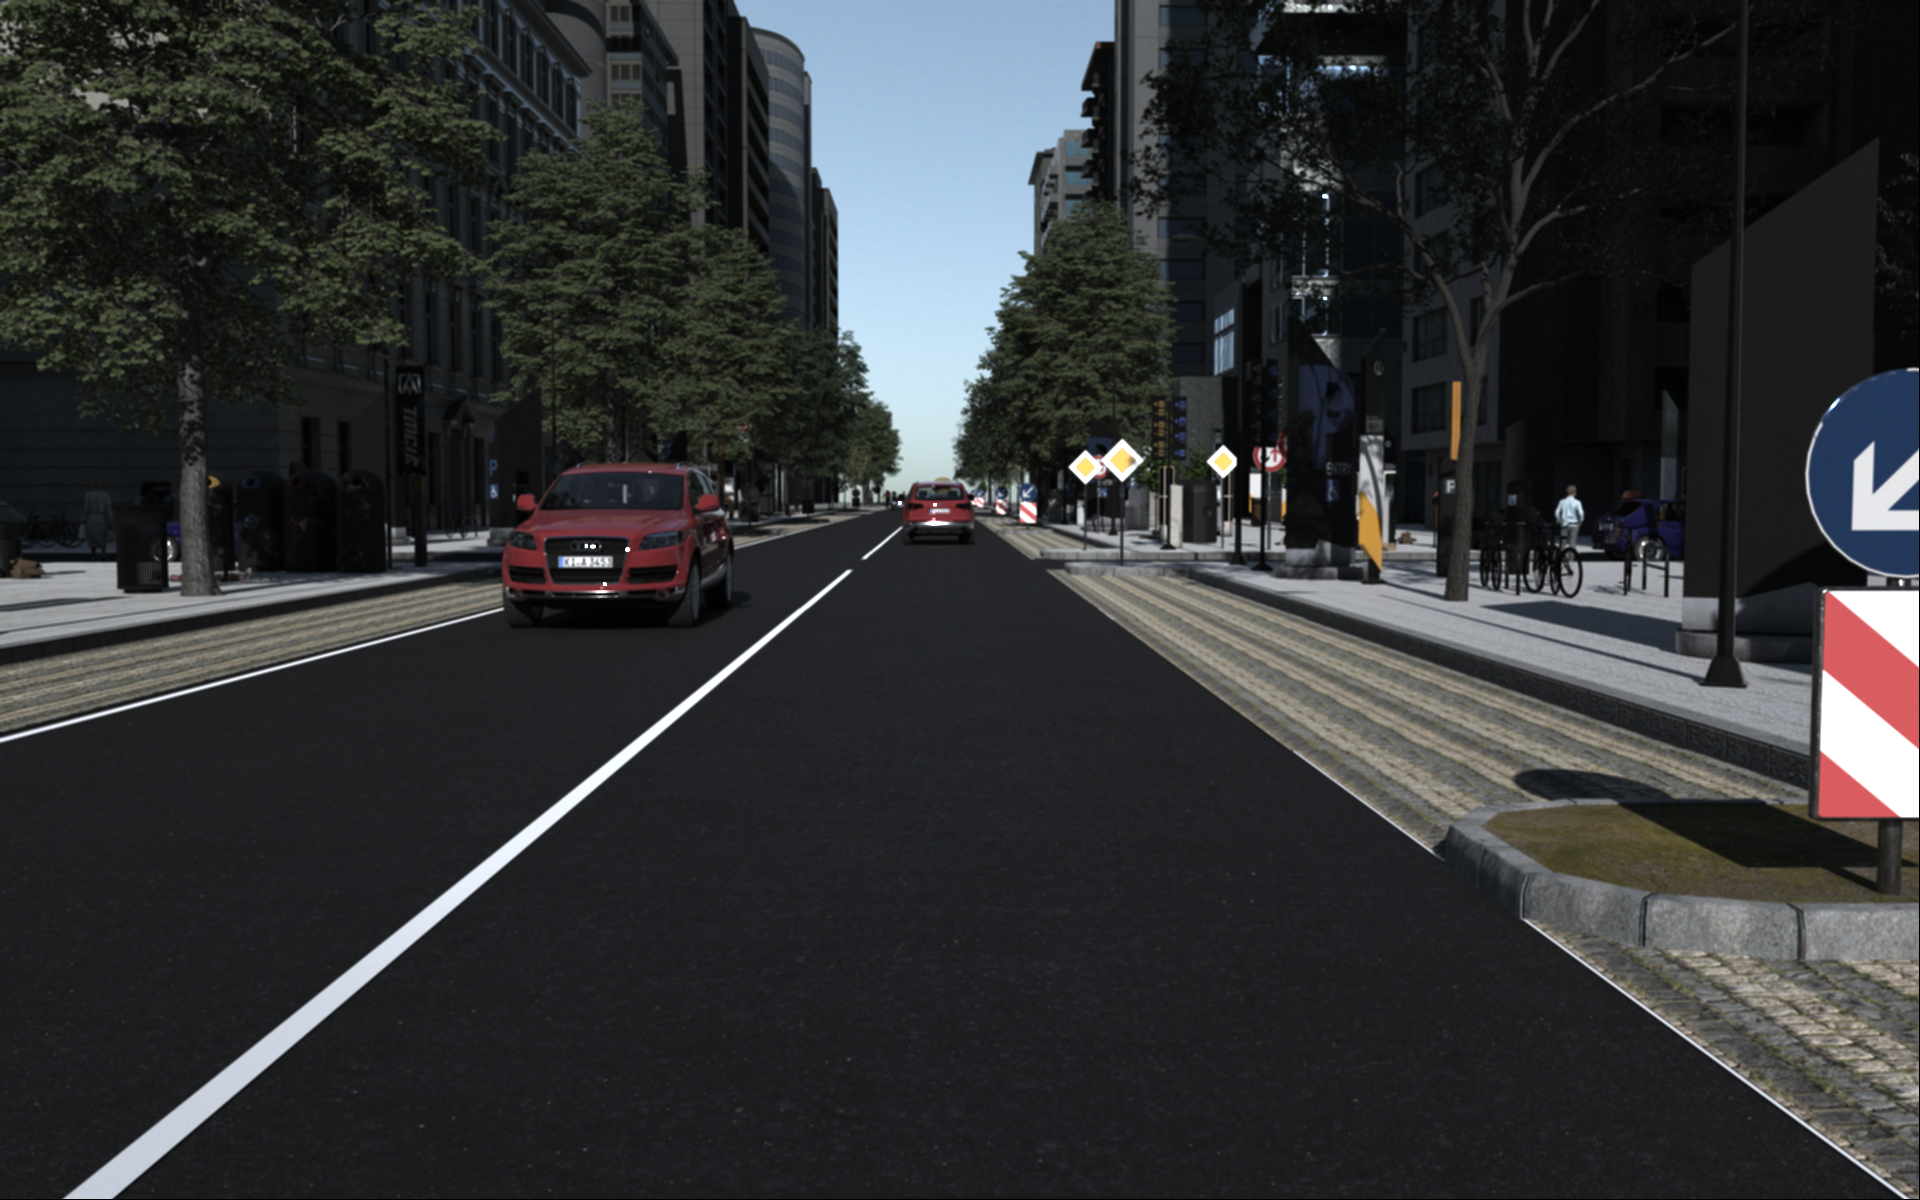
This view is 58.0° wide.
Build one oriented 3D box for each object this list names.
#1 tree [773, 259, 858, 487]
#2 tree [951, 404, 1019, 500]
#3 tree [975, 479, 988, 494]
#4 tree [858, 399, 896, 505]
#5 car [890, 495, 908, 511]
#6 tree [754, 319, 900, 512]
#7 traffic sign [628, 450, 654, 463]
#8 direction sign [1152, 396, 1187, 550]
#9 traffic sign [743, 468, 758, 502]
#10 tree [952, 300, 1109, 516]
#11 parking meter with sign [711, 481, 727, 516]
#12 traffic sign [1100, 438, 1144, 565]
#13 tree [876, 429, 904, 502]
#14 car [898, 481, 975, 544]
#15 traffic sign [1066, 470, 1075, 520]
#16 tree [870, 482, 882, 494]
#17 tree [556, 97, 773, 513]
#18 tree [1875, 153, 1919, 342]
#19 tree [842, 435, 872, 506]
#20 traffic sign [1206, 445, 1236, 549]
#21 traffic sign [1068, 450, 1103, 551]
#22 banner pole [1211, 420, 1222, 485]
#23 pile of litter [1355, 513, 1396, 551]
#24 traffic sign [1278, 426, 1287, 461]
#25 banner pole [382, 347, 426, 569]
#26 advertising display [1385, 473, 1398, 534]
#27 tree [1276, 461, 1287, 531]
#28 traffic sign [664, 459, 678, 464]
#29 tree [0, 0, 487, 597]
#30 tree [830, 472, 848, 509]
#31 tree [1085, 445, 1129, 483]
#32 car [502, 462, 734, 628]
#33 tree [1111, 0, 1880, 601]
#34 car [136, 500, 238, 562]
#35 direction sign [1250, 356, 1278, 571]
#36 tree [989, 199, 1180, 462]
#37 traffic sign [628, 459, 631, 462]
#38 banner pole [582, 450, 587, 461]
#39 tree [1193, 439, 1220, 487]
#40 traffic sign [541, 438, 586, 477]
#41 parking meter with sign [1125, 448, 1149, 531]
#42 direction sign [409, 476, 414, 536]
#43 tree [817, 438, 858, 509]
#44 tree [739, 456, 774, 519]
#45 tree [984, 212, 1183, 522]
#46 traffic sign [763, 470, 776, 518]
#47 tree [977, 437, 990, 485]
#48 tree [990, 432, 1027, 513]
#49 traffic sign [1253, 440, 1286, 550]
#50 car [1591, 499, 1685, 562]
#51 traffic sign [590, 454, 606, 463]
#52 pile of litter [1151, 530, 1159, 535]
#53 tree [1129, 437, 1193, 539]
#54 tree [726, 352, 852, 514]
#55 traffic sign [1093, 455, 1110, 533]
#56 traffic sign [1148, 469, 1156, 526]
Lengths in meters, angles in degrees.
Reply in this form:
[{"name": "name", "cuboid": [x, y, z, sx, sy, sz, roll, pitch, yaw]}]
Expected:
[{"name": "tree", "cuboid": [-9.830, -9.490, 73.292, 7.486, 12.596, 7.792, 0, 3, 0]}, {"name": "tree", "cuboid": [4.119, -16.459, 179.467, 12.009, 13.543, 11.850, 0, 3, 0]}, {"name": "tree", "cuboid": [2.983, -15.493, 247.913, 1.663, 3.219, 1.824, 0, 3, 0]}, {"name": "tree", "cuboid": [-11.013, -17.569, 205.378, 7.486, 12.596, 7.792, 0, 3, 0]}, {"name": "car", "cuboid": [-5.186, -8.519, 151.859, 1.945, 1.354, 3.894, 0, 4, -1]}, {"name": "tree", "cuboid": [-11.068, -13.450, 126.559, 9.857, 13.997, 8.962, 0, 3, 0]}, {"name": "traffic sign", "cuboid": [-7.207, -2.171, 39.139, 0.795, 2.450, 0.064, 0, 4, -1]}, {"name": "direction sign", "cuboid": [4.826, -2.937, 40.016, 0.876, 3.537, 0.379, -1, 4, -20]}, {"name": "traffic sign", "cuboid": [-10.318, -5.216, 85.390, 0.768, 2.556, 0.104, 0, 4, 8]}, {"name": "tree", "cuboid": [4.677, -11.279, 101.419, 9.611, 12.733, 9.660, 0, 3, 0]}, {"name": "parking meter with sign", "cuboid": [-14.417, -6.528, 102.999, 0.543, 3.016, 1.738, -3, 5, -43]}, {"name": "traffic sign", "cuboid": [2.919, -1.688, 31.237, 0.795, 2.450, 0.064, 0, 4, -1]}, {"name": "tree", "cuboid": [-12.528, -20.925, 267.874, 9.928, 11.665, 9.643, 0, 3, 0]}, {"name": "car", "cuboid": [-0.674, -2.576, 50.787, 2.281, 1.827, 5.304, 0, 4, -3]}, {"name": "traffic sign", "cuboid": [5.532, -5.256, 86.037, 0.768, 2.556, 0.104, 0, 4, 5]}, {"name": "tree", "cuboid": [-11.960, -15.655, 250.552, 1.663, 3.219, 1.824, 0, 3, 0]}, {"name": "tree", "cuboid": [-10.059, -8.047, 49.694, 7.486, 12.596, 7.792, 0, 3, 0]}, {"name": "tree", "cuboid": [15.832, -4.615, 25.816, 4.360, 8.622, 3.978, 0, 3, 0]}, {"name": "tree", "cuboid": [-11.730, -14.625, 189.483, 4.737, 8.622, 4.395, 0, 3, 0]}, {"name": "traffic sign", "cuboid": [6.152, -2.406, 40.528, 0.795, 2.450, 0.064, 0, 4, 4]}, {"name": "traffic sign", "cuboid": [2.837, -2.176, 39.221, 0.795, 2.450, 0.064, 0, 4, -1]}, {"name": "banner pole", "cuboid": [8.669, -4.205, 58.773, 0.401, 3.779, 0.863, -1, 4, -21]}, {"name": "pile of litter", "cuboid": [9.435, -1.579, 39.780, 1.176, 0.858, 1.719, 0, 4, 8]}, {"name": "traffic sign", "cuboid": [5.933, -1.847, 30.311, 0.768, 2.556, 0.104, 0, 4, 4]}, {"name": "banner pole", "cuboid": [-9.580, -2.428, 29.721, 0.863, 3.779, 0.401, -1, 4, -10]}, {"name": "advertising display", "cuboid": [13.467, -2.990, 54.107, 0.123, 1.923, 0.974, 0, 4, -2]}, {"name": "tree", "cuboid": [11.773, -4.019, 60.312, 1.663, 3.219, 1.824, 0, 3, 0]}, {"name": "traffic sign", "cuboid": [-10.528, -3.862, 63.253, 0.768, 2.556, 0.104, 0, 4, 5]}, {"name": "tree", "cuboid": [-9.460, -6.296, 21.069, 7.486, 12.596, 7.792, 0, 3, 0]}, {"name": "tree", "cuboid": [-10.752, -9.483, 149.649, 1.663, 3.219, 1.824, 0, 3, 0]}, {"name": "tree", "cuboid": [7.462, -6.452, 89.211, 4.285, 4.588, 4.351, 0, 3, 0]}, {"name": "car", "cuboid": [-3.865, -0.707, 20.237, 2.281, 1.827, 5.304, 0, 4, -1]}, {"name": "tree", "cuboid": [5.895, -5.245, 20.169, 8.767, 10.594, 7.601, 1, 4, 8]}, {"name": "car", "cuboid": [-14.793, -1.402, 35.501, 3.894, 1.354, 1.945, 0, 4, -1]}, {"name": "direction sign", "cuboid": [5.065, -2.258, 28.919, 0.379, 3.537, 0.876, 3, 4, 38]}, {"name": "tree", "cuboid": [4.842, -9.129, 67.388, 7.486, 12.596, 7.792, 0, 3, 0]}, {"name": "traffic sign", "cuboid": [-11.835, -3.818, 62.530, 0.768, 2.556, 0.104, 0, 4, 5]}, {"name": "banner pole", "cuboid": [-15.839, -5.082, 73.103, 0.401, 3.779, 0.863, 0, 4, 6]}, {"name": "tree", "cuboid": [8.508, -4.070, 61.152, 1.663, 3.219, 1.824, 0, 3, 0]}, {"name": "traffic sign", "cuboid": [-7.125, -1.683, 31.154, 0.795, 2.450, 0.064, 0, 4, -1]}, {"name": "parking meter with sign", "cuboid": [6.305, -3.985, 61.410, 0.543, 3.016, 1.738, 2, 4, 34]}, {"name": "direction sign", "cuboid": [-16.855, -3.760, 53.467, 0.876, 3.537, 0.379, 2, 4, 33]}, {"name": "tree", "cuboid": [-10.648, -11.916, 145.187, 4.360, 8.622, 3.978, 0, 3, 0]}, {"name": "tree", "cuboid": [-10.450, -5.770, 88.936, 1.663, 3.219, 1.824, 0, 3, 0]}, {"name": "tree", "cuboid": [5.468, -10.593, 79.852, 9.857, 13.997, 8.962, 0, 3, 0]}, {"name": "traffic sign", "cuboid": [-10.053, -5.560, 91.008, 0.768, 2.556, 0.104, 0, 4, 4]}, {"name": "tree", "cuboid": [3.975, -12.575, 155.956, 4.737, 8.622, 4.395, 0, 3, 0]}, {"name": "tree", "cuboid": [4.975, -11.654, 140.899, 4.737, 8.622, 4.395, 0, 3, 0]}, {"name": "traffic sign", "cuboid": [7.102, -2.425, 39.751, 0.768, 2.556, 0.104, 0, 4, 5]}, {"name": "car", "cuboid": [15.130, -1.404, 35.539, 3.894, 1.354, 1.945, 0, 4, 0]}, {"name": "traffic sign", "cuboid": [-11.315, -3.334, 54.610, 0.768, 2.556, 0.104, 0, 4, 2]}, {"name": "pile of litter", "cuboid": [6.507, -2.425, 53.618, 1.176, 0.858, 1.719, 0, 4, 6]}, {"name": "tree", "cuboid": [5.560, -3.399, 50.173, 1.663, 3.219, 1.824, 0, 3, 0]}, {"name": "tree", "cuboid": [-10.913, -10.717, 109.637, 8.767, 10.594, 7.601, 0, 4, 2]}, {"name": "traffic sign", "cuboid": [4.532, -3.461, 56.698, 0.768, 2.556, 0.104, 0, 4, 3]}, {"name": "traffic sign", "cuboid": [6.377, -3.371, 56.307, 0.795, 2.450, 0.064, 0, 4, 2]}]
